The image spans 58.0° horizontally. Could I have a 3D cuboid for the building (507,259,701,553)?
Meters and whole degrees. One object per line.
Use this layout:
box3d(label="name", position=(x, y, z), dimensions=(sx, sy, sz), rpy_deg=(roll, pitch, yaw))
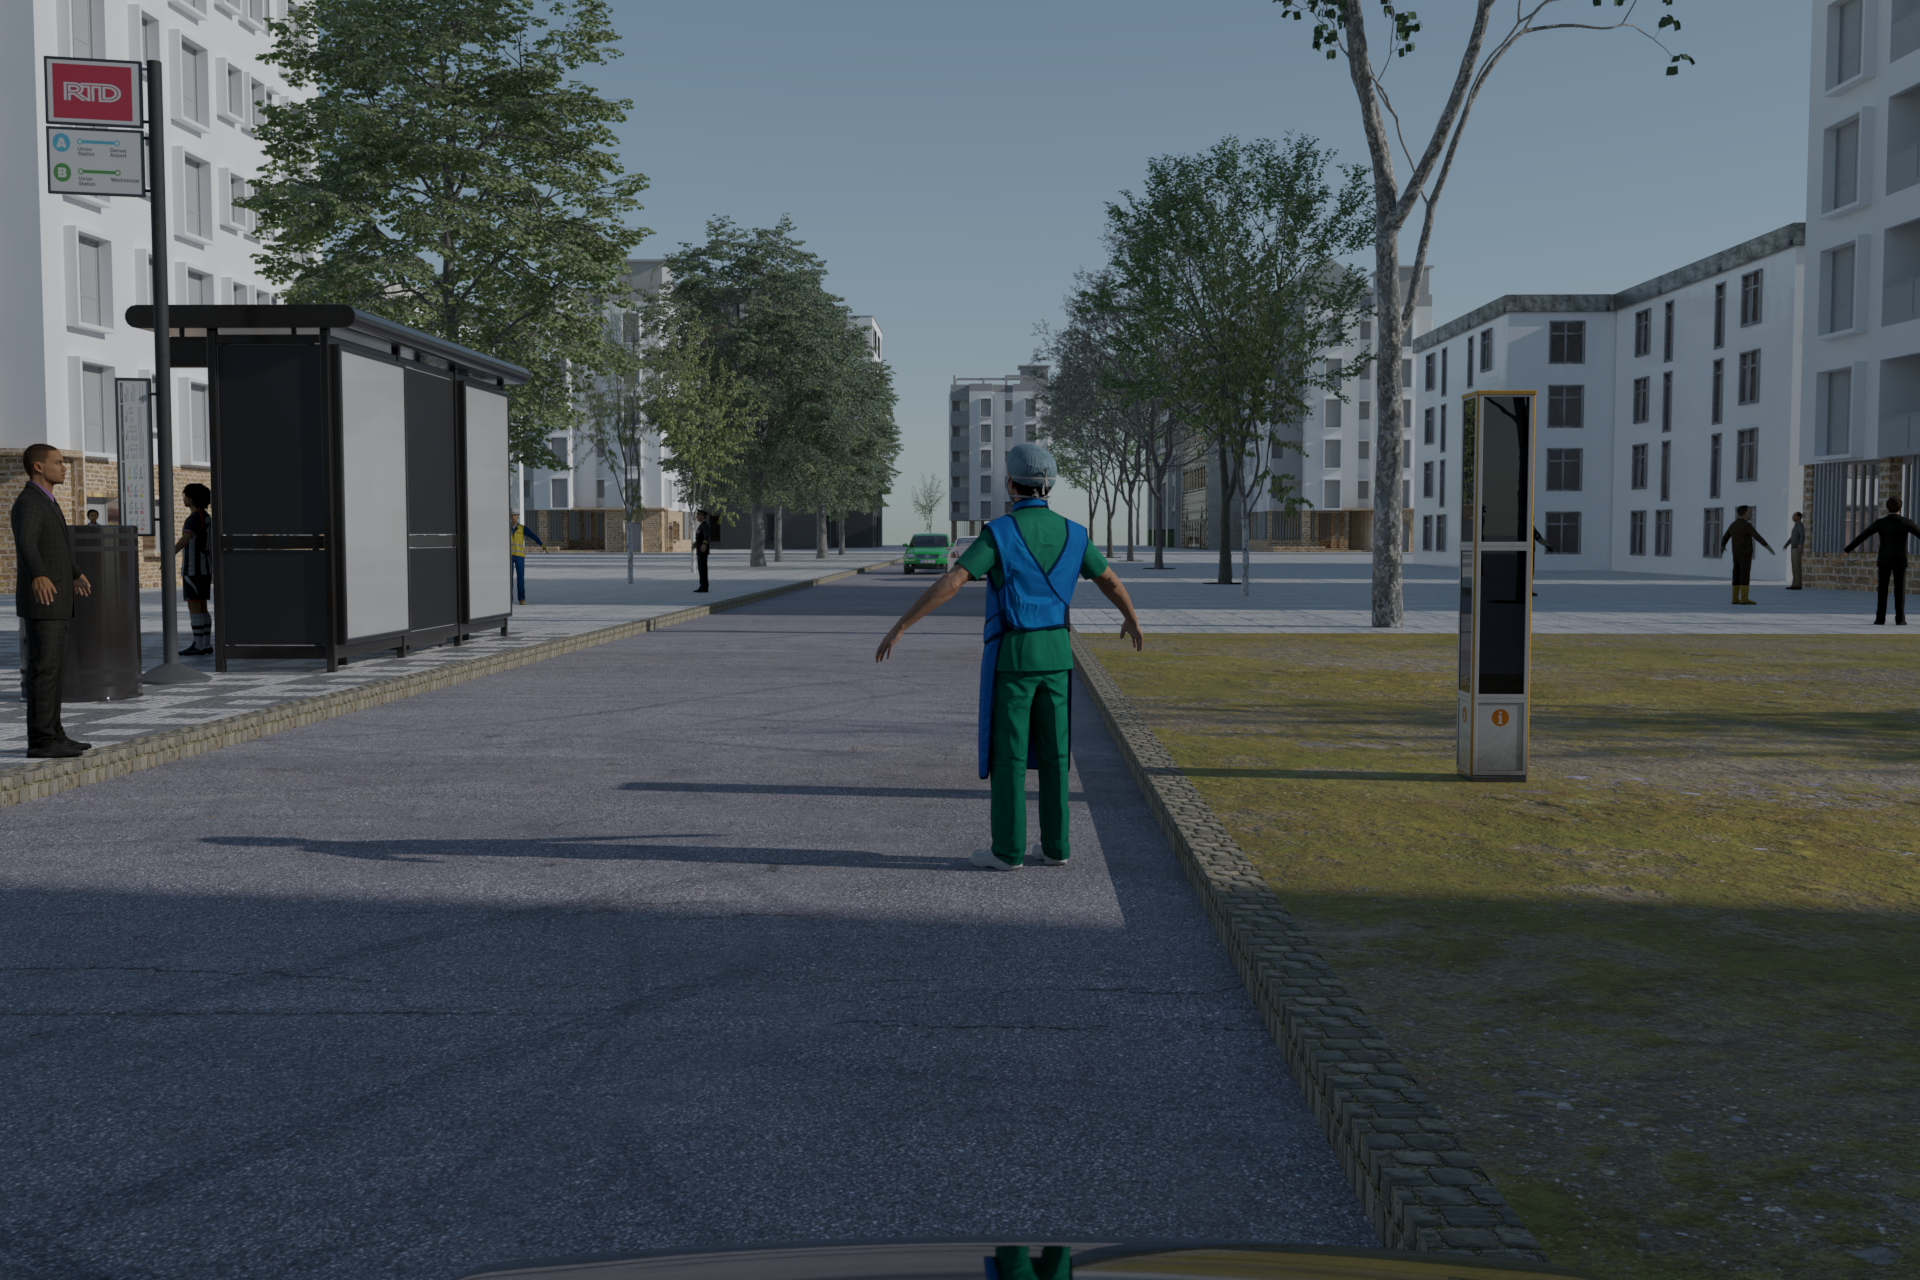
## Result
box3d(label="building", position=(-25.180, -16.157, 120.580), dimensions=(16.016, 20.090, 11.380), rpy_deg=(0, 4, 1))

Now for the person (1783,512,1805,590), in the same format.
box3d(label="person", position=(19.254, -2.057, 39.911), dimensions=(0.705, 1.796, 1.348), rpy_deg=(1, 4, 11))

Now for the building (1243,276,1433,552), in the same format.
box3d(label="building", position=(27.310, -16.992, 134.234), dimensions=(16.016, 20.090, 11.380), rpy_deg=(0, 4, 2))

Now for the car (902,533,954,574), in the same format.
box3d(label="car", position=(-1.080, -3.306, 62.842), dimensions=(1.959, 1.807, 4.718), rpy_deg=(0, 4, 2))

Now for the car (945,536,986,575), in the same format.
box3d(label="car", position=(0.562, -2.588, 54.675), dimensions=(2.083, 1.381, 4.827), rpy_deg=(0, 4, 2))

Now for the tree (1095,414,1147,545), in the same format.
box3d(label="tree", position=(21.390, -21.031, 199.744), dimensions=(12.611, 20.169, 13.585), rpy_deg=(0, 3, 0))

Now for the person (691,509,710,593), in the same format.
box3d(label="person", position=(-5.677, -1.962, 38.006), dimensions=(0.705, 1.837, 1.347), rpy_deg=(-1, 4, -19))

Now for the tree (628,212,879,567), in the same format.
box3d(label="tree", position=(-8.053, -9.852, 67.735), dimensions=(9.857, 13.997, 8.962), rpy_deg=(0, 3, 0))

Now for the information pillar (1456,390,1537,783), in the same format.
box3d(label="information pillar", position=(2.787, -0.277, 9.024), dimensions=(0.304, 2.012, 0.304), rpy_deg=(0, 4, 2))

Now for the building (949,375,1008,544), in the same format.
box3d(label="building", position=(-0.890, -20.748, 198.110), dimensions=(11.380, 20.090, 16.016), rpy_deg=(0, 4, -2))

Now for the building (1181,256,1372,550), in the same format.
box3d(label="building", position=(29.013, -19.273, 146.043), dimensions=(19.493, 23.208, 18.063), rpy_deg=(0, 4, 1))

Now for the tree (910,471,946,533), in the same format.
box3d(label="tree", position=(-3.210, -15.275, 200.115), dimensions=(4.360, 8.622, 3.978), rpy_deg=(0, 3, 0))

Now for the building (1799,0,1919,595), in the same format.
box3d(label="building", position=(25.169, -11.168, 39.017), dimensions=(16.016, 20.090, 11.380), rpy_deg=(0, 4, 2))

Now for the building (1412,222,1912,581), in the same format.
box3d(label="building", position=(23.634, -7.258, 60.821), dimensions=(9.099, 9.664, 28.070), rpy_deg=(0, 4, 2))

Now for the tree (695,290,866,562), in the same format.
box3d(label="tree", position=(-8.151, -9.823, 78.734), dimensions=(7.486, 12.596, 7.792), rpy_deg=(0, 3, 0))

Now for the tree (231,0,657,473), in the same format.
box3d(label="tree", position=(-9.112, -6.891, 30.798), dimensions=(7.486, 12.596, 7.792), rpy_deg=(0, 3, 0))

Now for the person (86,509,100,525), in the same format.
box3d(label="person", position=(-15.777, -1.520, 31.577), dimensions=(1.216, 1.740, 0.721), rpy_deg=(-2, 4, -29))

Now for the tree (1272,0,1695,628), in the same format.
box3d(label="tree", position=(6.302, -10.151, 21.856), dimensions=(12.611, 20.169, 13.585), rpy_deg=(0, 3, 0))

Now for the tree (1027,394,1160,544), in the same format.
box3d(label="tree", position=(7.998, -10.854, 103.217), dimensions=(9.928, 11.665, 9.643), rpy_deg=(0, 3, 0))

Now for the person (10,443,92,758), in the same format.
box3d(label="person", position=(-5.263, -0.233, 10.031), dimensions=(0.704, 1.802, 1.346), rpy_deg=(-1, 4, -19))

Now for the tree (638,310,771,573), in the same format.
box3d(label="tree", position=(-8.663, -6.521, 56.982), dimensions=(4.737, 8.622, 4.395), rpy_deg=(0, 3, 0))

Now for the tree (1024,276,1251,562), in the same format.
box3d(label="tree", position=(7.875, -10.397, 80.366), dimensions=(12.009, 13.543, 11.850), rpy_deg=(0, 3, 0))

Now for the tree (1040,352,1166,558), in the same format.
box3d(label="tree", position=(8.130, -10.221, 92.874), dimensions=(9.928, 11.665, 9.643), rpy_deg=(0, 3, 0))

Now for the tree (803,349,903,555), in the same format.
box3d(label="tree", position=(-6.969, -11.497, 106.098), dimensions=(7.486, 12.596, 7.792), rpy_deg=(0, 3, 0))

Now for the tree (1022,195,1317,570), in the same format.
box3d(label="tree", position=(7.171, -9.313, 62.631), dimensions=(12.009, 13.543, 11.850), rpy_deg=(0, 3, 0))

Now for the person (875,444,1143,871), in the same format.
box3d(label="person", position=(0.278, 0.068, 7.468), dimensions=(1.347, 1.817, 0.704), rpy_deg=(-2, 4, -30))

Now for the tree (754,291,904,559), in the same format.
box3d(label="tree", position=(-7.129, -11.206, 89.869), dimensions=(9.857, 13.997, 8.962), rpy_deg=(0, 3, 0))

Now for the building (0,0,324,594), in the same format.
box3d(label="building", position=(-24.178, -11.137, 38.512), dimensions=(16.016, 20.090, 11.380), rpy_deg=(0, 4, 1))

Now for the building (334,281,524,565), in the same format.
box3d(label="building", position=(-22.590, -7.919, 71.626), dimensions=(9.099, 9.664, 28.070), rpy_deg=(0, 4, 1))

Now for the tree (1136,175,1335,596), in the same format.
box3d(label="tree", position=(5.799, -5.203, 35.432), dimensions=(4.737, 8.622, 4.395), rpy_deg=(0, 3, 0))

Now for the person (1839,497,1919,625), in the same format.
box3d(label="person", position=(13.148, -1.115, 24.423), dimensions=(1.347, 1.806, 0.705), rpy_deg=(2, 4, 28))

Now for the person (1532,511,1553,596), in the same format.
box3d(label="person", position=(11.681, -1.827, 35.650), dimensions=(1.354, 1.856, 0.705), rpy_deg=(-2, 4, -33))

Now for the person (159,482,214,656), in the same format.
box3d(label="person", position=(-8.125, -0.749, 18.383), dimensions=(0.704, 1.843, 1.345), rpy_deg=(0, 4, -4))

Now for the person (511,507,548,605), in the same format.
box3d(label="person", position=(-8.067, -1.521, 31.331), dimensions=(1.216, 1.772, 0.721), rpy_deg=(0, 4, -7))

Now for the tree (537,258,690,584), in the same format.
box3d(label="tree", position=(-8.312, -5.761, 44.561), dimensions=(4.360, 8.622, 3.978), rpy_deg=(0, 3, 0))

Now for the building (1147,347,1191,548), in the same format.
box3d(label="building", position=(28.255, -18.671, 171.730), dimensions=(16.747, 18.905, 31.486), rpy_deg=(0, 4, 2))

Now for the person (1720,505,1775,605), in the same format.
box3d(label="person", position=(14.264, -1.553, 31.522), dimensions=(0.704, 1.812, 1.346), rpy_deg=(-1, 4, -16))

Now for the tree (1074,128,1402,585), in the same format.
box3d(label="tree", position=(6.951, -7.235, 44.041), dimensions=(9.928, 11.665, 9.643), rpy_deg=(0, 3, 0))

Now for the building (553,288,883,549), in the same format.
box3d(label="building", position=(-22.119, -19.343, 160.229), dimensions=(27.936, 21.610, 32.646), rpy_deg=(0, 4, 1))

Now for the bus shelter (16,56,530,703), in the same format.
box3d(label="bus shelter", position=(-6.546, -2.428, 17.331), dimensions=(2.179, 5.291, 8.768), rpy_deg=(0, 4, 1))
